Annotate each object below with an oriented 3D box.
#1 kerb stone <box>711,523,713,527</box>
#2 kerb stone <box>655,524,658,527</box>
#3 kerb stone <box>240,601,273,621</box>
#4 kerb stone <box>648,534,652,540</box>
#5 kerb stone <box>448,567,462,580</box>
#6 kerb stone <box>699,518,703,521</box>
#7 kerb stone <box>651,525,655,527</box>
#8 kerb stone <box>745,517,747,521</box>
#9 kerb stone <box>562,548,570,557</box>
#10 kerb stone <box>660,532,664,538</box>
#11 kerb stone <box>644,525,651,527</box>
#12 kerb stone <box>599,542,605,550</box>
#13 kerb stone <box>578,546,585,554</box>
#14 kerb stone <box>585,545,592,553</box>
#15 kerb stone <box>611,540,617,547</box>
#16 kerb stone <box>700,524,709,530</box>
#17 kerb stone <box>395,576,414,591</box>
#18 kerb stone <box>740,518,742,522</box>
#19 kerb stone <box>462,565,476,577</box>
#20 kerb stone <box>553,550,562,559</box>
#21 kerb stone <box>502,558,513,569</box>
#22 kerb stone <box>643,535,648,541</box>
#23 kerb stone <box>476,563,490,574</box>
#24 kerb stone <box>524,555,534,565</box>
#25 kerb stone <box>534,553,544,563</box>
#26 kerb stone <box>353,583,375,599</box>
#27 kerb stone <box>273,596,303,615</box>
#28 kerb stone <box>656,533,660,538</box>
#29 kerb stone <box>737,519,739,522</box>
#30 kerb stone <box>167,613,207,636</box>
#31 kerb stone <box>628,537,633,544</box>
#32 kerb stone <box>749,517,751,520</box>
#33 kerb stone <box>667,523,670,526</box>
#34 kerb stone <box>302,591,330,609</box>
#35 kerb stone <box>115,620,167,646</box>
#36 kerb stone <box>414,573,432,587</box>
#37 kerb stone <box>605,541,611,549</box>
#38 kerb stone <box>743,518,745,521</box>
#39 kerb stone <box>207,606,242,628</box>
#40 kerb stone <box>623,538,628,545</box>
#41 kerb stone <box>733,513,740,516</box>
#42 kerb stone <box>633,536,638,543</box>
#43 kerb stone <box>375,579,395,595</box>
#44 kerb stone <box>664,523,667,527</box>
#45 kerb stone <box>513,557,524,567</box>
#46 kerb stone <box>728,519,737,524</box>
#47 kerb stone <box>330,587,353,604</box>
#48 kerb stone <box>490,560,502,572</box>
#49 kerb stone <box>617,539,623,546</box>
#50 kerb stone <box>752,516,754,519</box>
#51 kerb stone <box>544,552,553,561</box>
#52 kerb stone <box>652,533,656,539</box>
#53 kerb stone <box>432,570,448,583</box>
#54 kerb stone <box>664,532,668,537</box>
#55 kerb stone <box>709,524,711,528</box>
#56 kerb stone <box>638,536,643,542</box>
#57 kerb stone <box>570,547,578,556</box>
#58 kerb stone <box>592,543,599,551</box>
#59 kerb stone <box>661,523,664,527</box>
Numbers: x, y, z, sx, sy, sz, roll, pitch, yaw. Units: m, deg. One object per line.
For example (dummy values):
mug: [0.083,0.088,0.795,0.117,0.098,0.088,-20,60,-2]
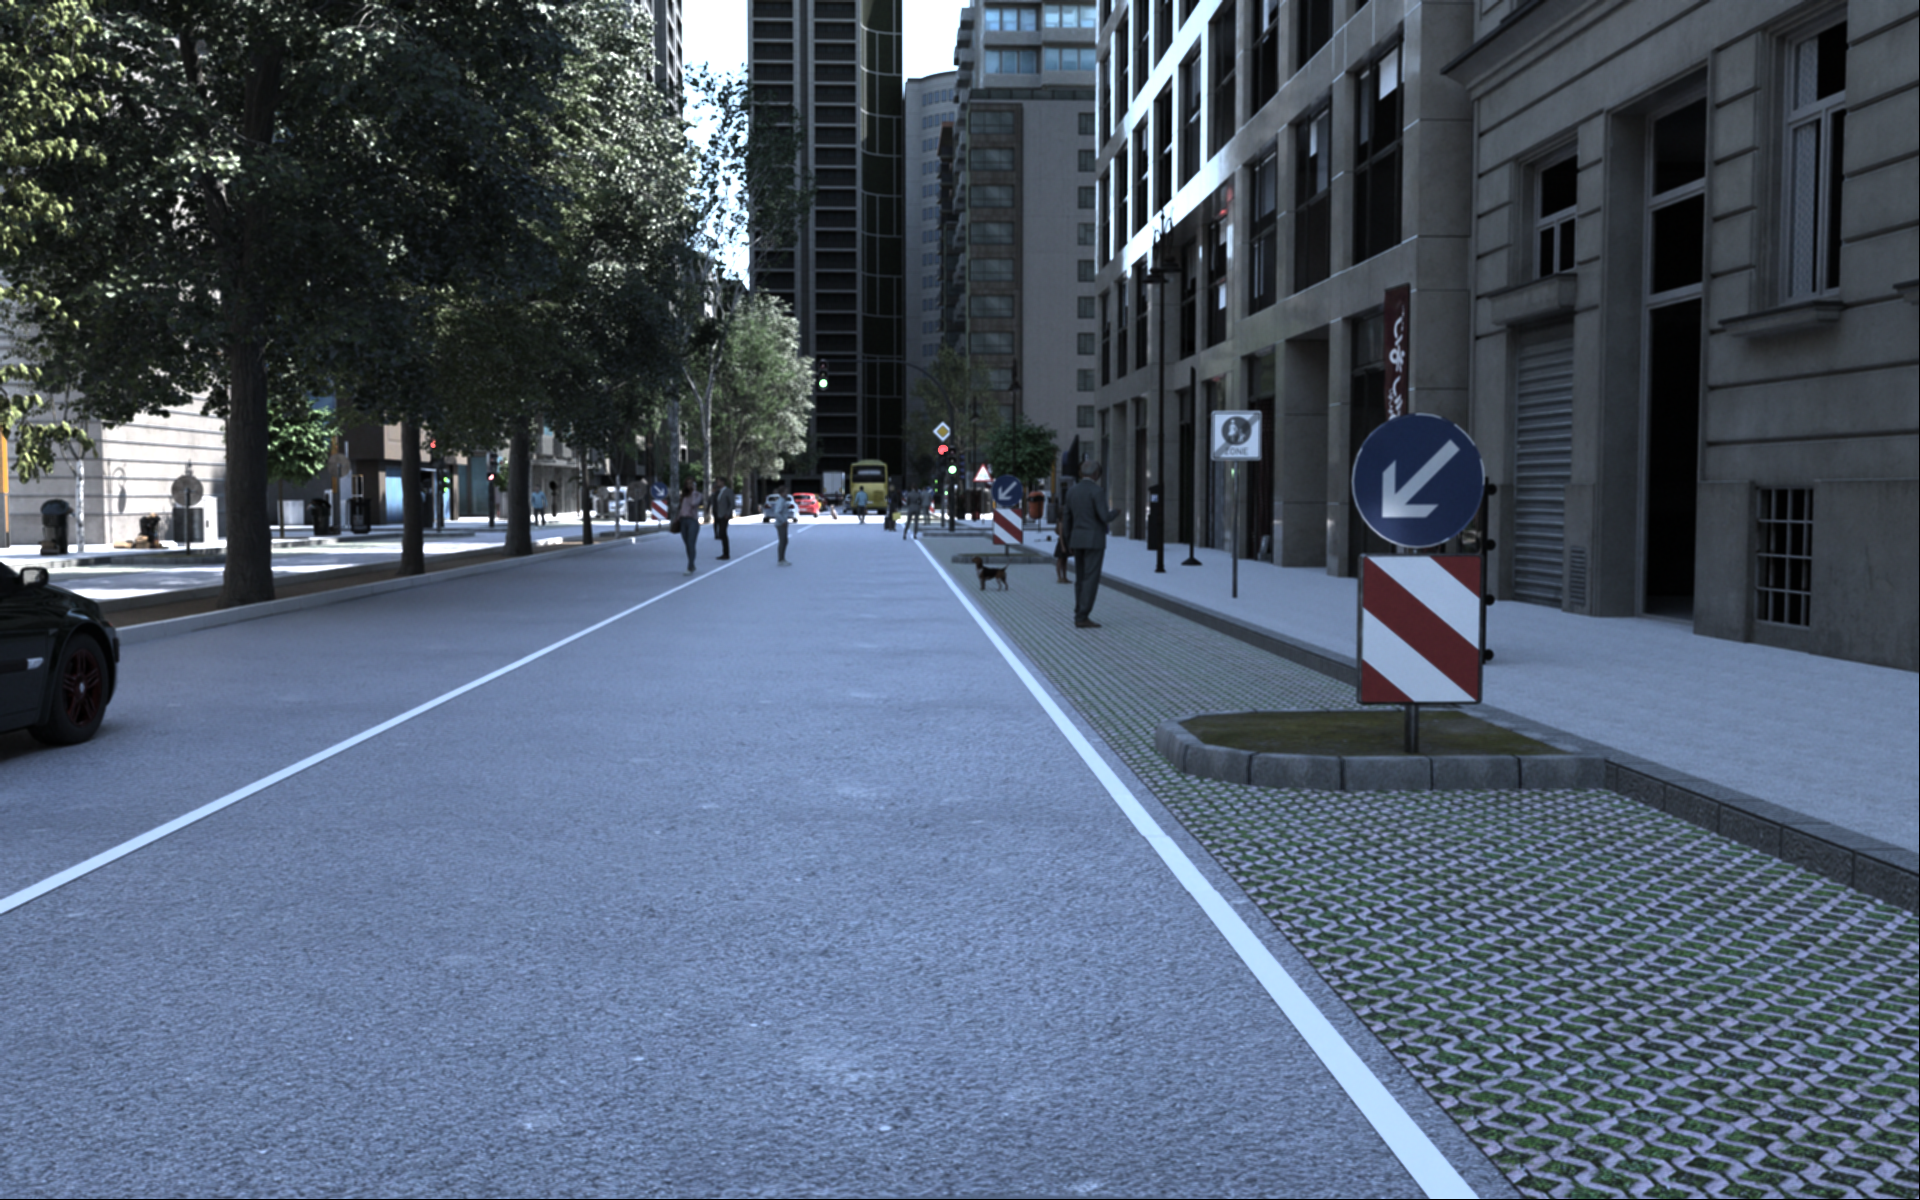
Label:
kerb stone: [-10.720,-3.153,73.746,0.120,0.150,1.000,0,4,-3]
kerb stone: [-12.713,-3.021,71.596,0.120,0.150,1.000,0,4,-3]
kerb stone: [-8.172,0.138,19.944,0.120,0.150,1.000,0,4,-3]
kerb stone: [-9.765,-1.931,53.764,0.120,0.150,1.000,0,4,-3]
kerb stone: [-8.609,-0.424,29.178,0.120,0.150,1.000,0,4,-3]
kerb stone: [-13.690,-4.274,92.072,0.120,0.150,1.000,0,4,-3]
kerb stone: [-12.669,-2.959,70.575,0.120,0.150,1.000,0,4,-3]
kerb stone: [-11.593,-4.280,92.183,0.120,0.150,1.000,0,4,-3]
kerb stone: [-9.092,-1.051,39.424,0.120,0.150,1.000,0,4,-3]
kerb stone: [-9.913,-2.118,56.831,0.120,0.150,1.000,0,4,-3]
kerb stone: [-12.618,-2.897,69.554,0.120,0.150,1.000,0,4,-3]
kerb stone: [-9.336,-1.365,44.530,0.120,0.150,1.000,0,4,-3]
kerb stone: [-9.184,-1.179,41.465,0.120,0.150,1.000,0,4,-3]
kerb stone: [-9.232,-1.241,42.488,0.120,0.150,1.000,0,4,-3]
kerb stone: [-9.431,-1.488,46.582,0.120,0.150,1.000,0,4,-3]
kerb stone: [-10.626,-3.027,71.702,0.120,0.150,1.000,0,4,-3]
kerb stone: [-8.460,-0.239,26.101,0.120,0.150,1.000,0,4,-3]
kerb stone: [-11.444,-4.087,89.108,0.120,0.150,1.000,0,4,-3]
kerb stone: [-8.660,-0.489,30.199,0.120,0.150,1.000,0,4,-3]
kerb stone: [-9.039,-0.986,38.394,0.120,0.150,1.000,0,4,-3]
kerb stone: [-8.799,-0.678,33.280,0.120,0.150,1.000,0,4,-3]
kerb stone: [-9.719,-1.868,52.737,0.120,0.150,1.000,0,4,-3]
kerb stone: [-8.703,-0.553,31.231,0.120,0.150,1.000,0,4,-3]
kerb stone: [-8.898,-0.797,35.327,0.120,0.150,1.000,0,4,-3]
kerb stone: [-8.948,-0.862,36.347,0.120,0.150,1.000,0,4,-3]
kerb stone: [-8.366,-0.113,24.038,0.120,0.150,1.000,0,4,-3]
kerb stone: [-8.215,0.075,20.965,0.120,0.150,1.000,0,4,-3]
kerb stone: [-9.876,-2.055,55.807,0.120,0.150,1.000,0,4,-3]
kerb stone: [-11.346,-3.962,87.057,0.120,0.150,1.000,0,4,-3]
kerb stone: [-8.064,0.266,17.896,0.120,0.150,1.000,0,4,-3]
kerb stone: [-9.572,-1.679,49.660,0.120,0.150,1.000,0,4,-3]
kerb stone: [-11.747,-4.469,95.262,0.120,0.150,1.000,0,4,-3]
kerb stone: [-12.915,-3.273,75.706,0.120,0.150,1.000,0,4,-3]
kerb stone: [-8.259,0.012,21.993,0.120,0.150,1.000,0,4,-3]
kerb stone: [-8.015,0.326,16.870,0.120,0.150,1.000,0,4,-3]
kerb stone: [-8.503,-0.301,27.122,0.120,0.150,1.000,0,4,-3]
kerb stone: [-9.383,-1.428,45.551,0.120,0.150,1.000,0,4,-3]
kerb stone: [-11.548,-4.217,91.149,0.120,0.150,1.000,0,4,-3]
kerb stone: [-8.114,0.204,18.917,0.120,0.150,1.000,0,4,-3]
kerb stone: [-9.531,-1.612,48.627,0.120,0.150,1.000,0,4,-3]
kerb stone: [-14.716,-5.590,113.589,0.120,0.150,1.000,0,4,-3]
kerb stone: [-9.619,-1.743,50.689,0.120,0.150,1.000,0,4,-3]
kerb stone: [-8.415,-0.176,25.071,0.120,0.150,1.000,0,4,-3]
kerb stone: [-12.869,-3.205,74.681,0.120,0.150,1.000,0,4,-3]
kerb stone: [-8.851,-0.740,34.300,0.120,0.150,1.000,0,4,-3]
kerb stone: [-11.300,-3.903,86.036,0.120,0.150,1.000,0,4,-3]
kerb stone: [-8.311,-0.050,23.015,0.120,0.150,1.000,0,4,-3]
kerb stone: [-8.750,-0.614,32.252,0.120,0.150,1.000,0,4,-3]
kerb stone: [-9.479,-1.554,47.602,0.120,0.150,1.000,0,4,-3]
kerb stone: [-11.829,-4.594,97.311,0.120,0.150,1.000,0,4,-3]
kerb stone: [-8.999,-0.925,37.372,0.120,0.150,1.000,0,4,-3]
kerb stone: [-9.821,-1.993,54.784,0.120,0.150,1.000,0,4,-3]
kerb stone: [-8.551,-0.364,28.156,0.120,0.150,1.000,0,4,-3]
kerb stone: [-9.967,-2.181,57.856,0.120,0.150,1.000,0,4,-3]
kerb stone: [-10.662,-3.088,72.724,0.120,0.150,1.000,0,4,-3]
kerb stone: [-9.669,-1.804,51.709,0.120,0.150,1.000,0,4,-3]
kerb stone: [-9.138,-1.115,40.444,0.120,0.150,1.000,0,4,-3]
kerb stone: [-9.280,-1.303,43.509,0.120,0.150,1.000,0,4,-3]
kerb stone: [-12.819,-3.147,73.642,0.120,0.150,1.000,0,4,-3]
